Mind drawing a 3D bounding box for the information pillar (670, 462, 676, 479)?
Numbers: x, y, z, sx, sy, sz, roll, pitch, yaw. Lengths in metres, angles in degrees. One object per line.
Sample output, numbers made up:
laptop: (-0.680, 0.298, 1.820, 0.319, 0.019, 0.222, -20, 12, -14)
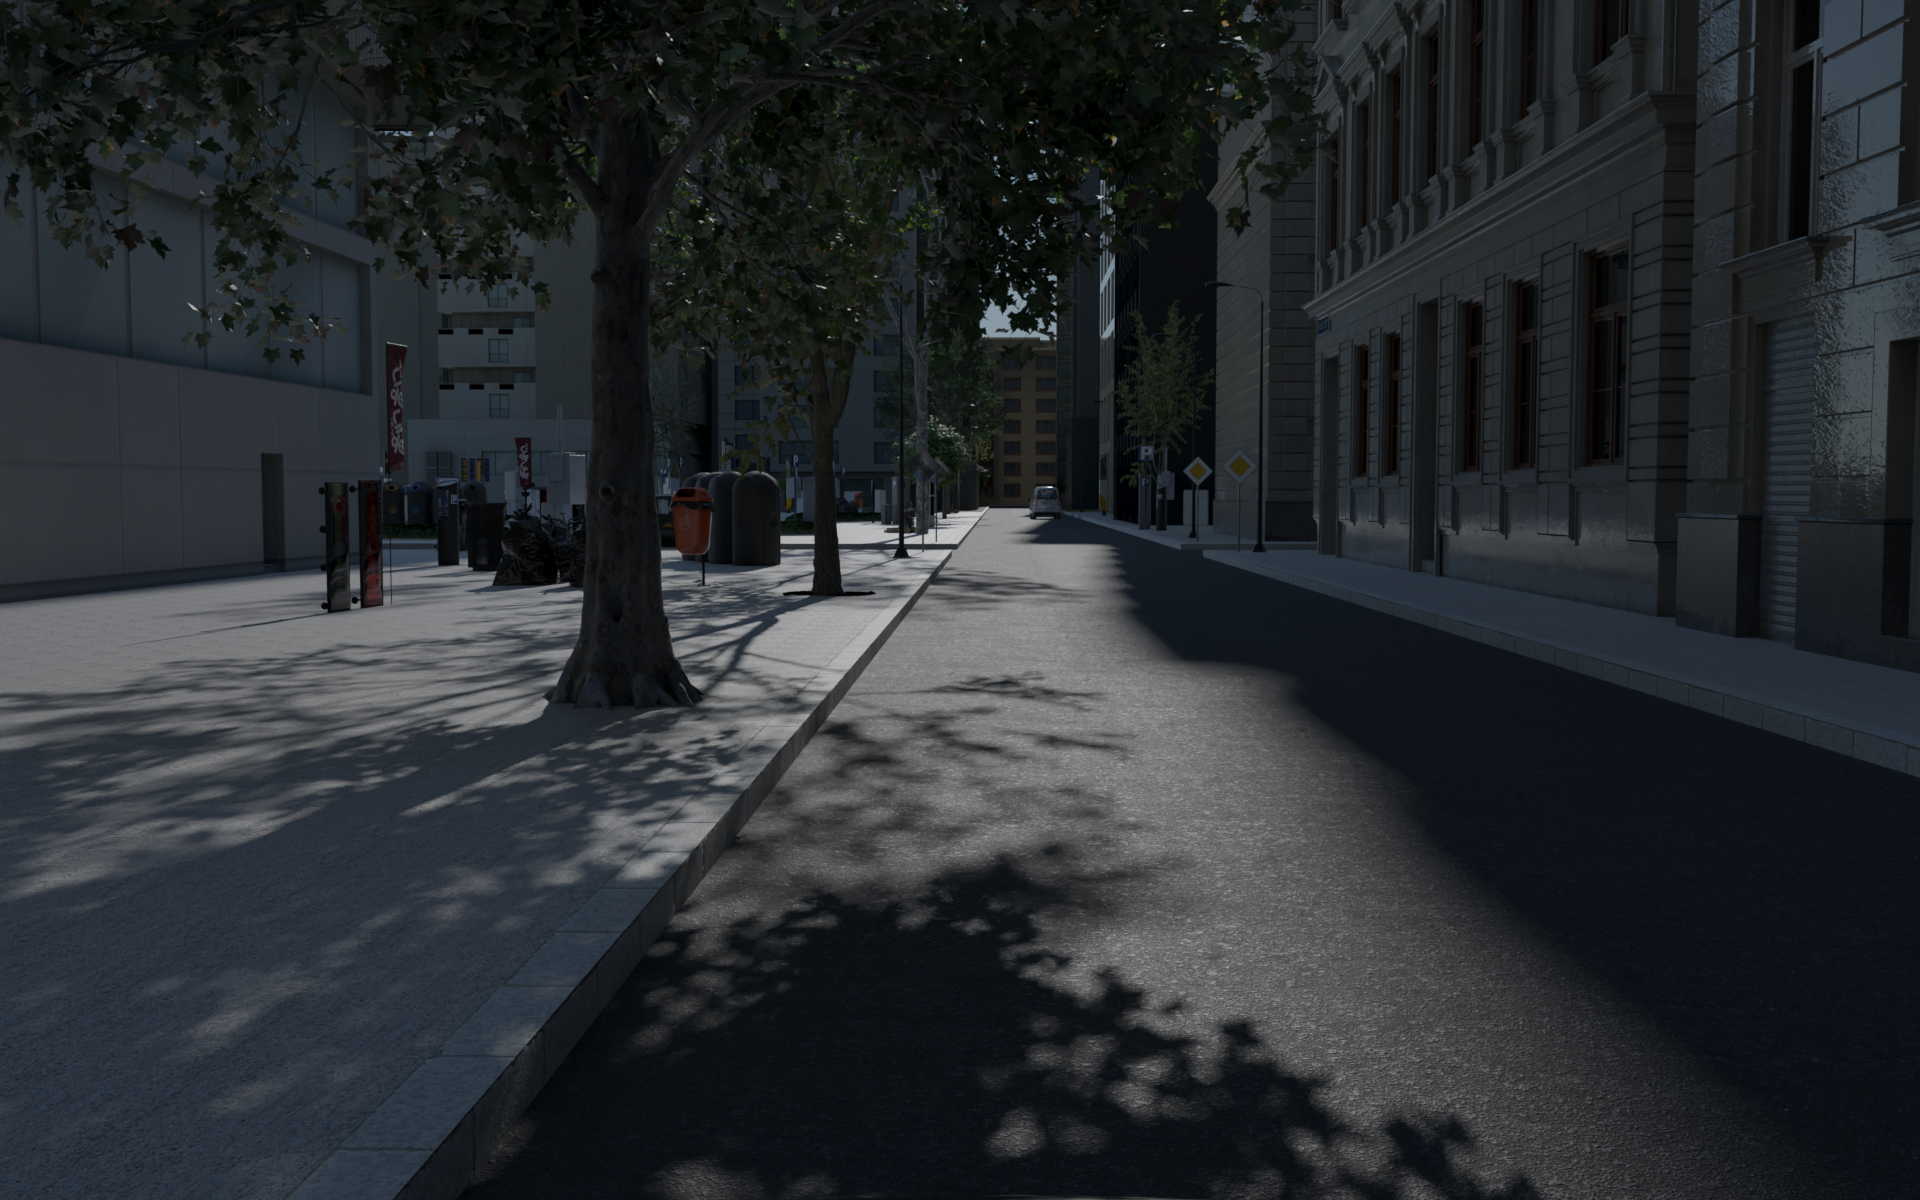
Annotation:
information pillar: (-20.241, -7.992, 122.027, 0.504, 3.616, 0.183, 1, 4, 10)

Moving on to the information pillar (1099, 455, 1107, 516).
information pillar: (8.526, -6.839, 103.167, 0.504, 3.616, 0.183, -2, 4, -30)

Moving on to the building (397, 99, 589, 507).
building: (-40.433, -36.334, 183.300, 27.495, 52.752, 28.713, 0, 4, 1)

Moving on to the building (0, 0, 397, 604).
building: (-23.440, -26.371, 20.399, 27.495, 52.752, 28.713, 0, 4, 1)

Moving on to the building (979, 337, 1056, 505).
building: (-1.186, -22.848, 218.605, 28.899, 21.520, 27.650, 0, 4, 1)

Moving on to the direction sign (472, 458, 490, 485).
direction sign: (-30.212, -7.202, 109.755, 0.876, 3.537, 0.379, -3, 5, -41)

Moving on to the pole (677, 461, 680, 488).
pole: (-17.526, -6.975, 107.891, 0.158, 3.312, 0.155, 0, 3, 0)

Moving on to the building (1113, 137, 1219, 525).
building: (13.634, -15.185, 77.947, 12.332, 23.373, 15.834, 0, 4, 1)

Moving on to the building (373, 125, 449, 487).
building: (-62.048, -31.079, 191.731, 14.086, 41.232, 14.154, 0, 4, 1)

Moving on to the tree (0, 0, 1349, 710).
tree: (-2.030, -5.706, 10.305, 9.611, 12.733, 9.660, 0, 3, 0)

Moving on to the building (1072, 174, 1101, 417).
building: (21.441, -38.253, 167.436, 21.231, 58.520, 28.212, 0, 4, 1)

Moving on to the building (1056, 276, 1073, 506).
building: (17.487, -30.922, 189.170, 14.154, 41.232, 14.086, 0, 4, 1)

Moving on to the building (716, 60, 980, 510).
building: (-8.648, -43.232, 145.094, 20.563, 71.187, 20.611, 0, 4, 1)

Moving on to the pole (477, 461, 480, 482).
pole: (-30.023, -6.987, 108.076, 0.158, 3.312, 0.155, 0, 3, 0)

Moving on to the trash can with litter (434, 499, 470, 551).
trash can with litter: (-11.475, -1.687, 38.972, 1.055, 1.170, 0.624, 3, 4, 38)

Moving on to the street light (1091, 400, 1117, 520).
street light: (7.207, -6.937, 85.963, 1.470, 5.913, 1.316, 0, 4, 1)

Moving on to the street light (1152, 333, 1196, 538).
street light: (6.253, -4.751, 50.227, 1.470, 5.913, 1.316, 0, 4, 1)

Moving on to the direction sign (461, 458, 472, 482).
direction sign: (-31.231, -7.219, 110.029, 0.876, 3.537, 0.379, -2, 4, -25)

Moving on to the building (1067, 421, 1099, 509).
building: (20.362, -50.406, 136.817, 22.319, 86.520, 31.000, 0, 4, 1)

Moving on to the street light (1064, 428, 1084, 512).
street light: (7.970, -9.087, 121.109, 1.470, 5.913, 1.316, 0, 4, 1)

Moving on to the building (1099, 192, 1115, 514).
building: (18.951, -18.275, 103.315, 19.350, 26.468, 34.151, 0, 4, 1)

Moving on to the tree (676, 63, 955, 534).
tree: (-2.441, -12.238, 55.972, 12.611, 20.169, 13.585, 0, 3, 0)

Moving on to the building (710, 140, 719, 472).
building: (-19.470, -31.026, 190.866, 14.086, 41.232, 14.154, 0, 4, 1)

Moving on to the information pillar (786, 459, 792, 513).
information pillar: (-11.370, -7.569, 115.114, 0.183, 3.616, 0.504, -3, 5, -42)

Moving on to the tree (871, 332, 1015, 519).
tree: (-0.979, -9.443, 88.799, 8.767, 10.594, 7.601, 2, 4, 27)

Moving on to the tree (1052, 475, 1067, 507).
tree: (9.894, -10.894, 172.717, 1.663, 3.219, 1.824, 0, 3, 0)

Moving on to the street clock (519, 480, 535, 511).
street clock: (-15.486, -3.498, 61.762, 0.358, 2.002, 0.471, 1, 4, 13)

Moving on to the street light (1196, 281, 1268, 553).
street light: (6.058, -4.003, 37.986, 1.470, 5.913, 1.316, 0, 4, 1)

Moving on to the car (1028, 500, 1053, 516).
car: (5.324, -6.173, 110.516, 1.945, 1.707, 3.694, 0, 4, 1)

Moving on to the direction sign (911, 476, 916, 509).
direction sign: (-2.583, -6.541, 98.941, 0.379, 3.537, 0.876, 2, 4, 24)

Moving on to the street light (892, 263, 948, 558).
street light: (-0.642, -3.811, 34.843, 1.470, 5.913, 1.316, 0, 4, 1)

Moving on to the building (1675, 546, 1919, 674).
building: (12.310, -12.631, 3.782, 12.463, 27.353, 25.104, 0, 4, 1)

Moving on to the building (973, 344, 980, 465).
building: (-4.976, -33.006, 189.751, 14.200, 45.320, 14.600, 0, 4, 1)

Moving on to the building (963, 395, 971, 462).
building: (-6.043, -23.970, 163.608, 14.160, 30.474, 14.107, 0, 4, 1)

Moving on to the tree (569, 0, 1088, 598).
tree: (-1.596, -5.873, 21.781, 9.928, 11.665, 9.643, 0, 3, 0)

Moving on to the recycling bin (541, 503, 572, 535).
recycling bin: (-11.805, -2.334, 50.722, 0.722, 1.027, 0.722, 0, 4, 5)

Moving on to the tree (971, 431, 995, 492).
tree: (1.763, -14.087, 180.685, 4.360, 8.622, 3.978, 0, 3, 0)

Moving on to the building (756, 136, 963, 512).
building: (-7.199, -21.833, 128.676, 14.160, 30.474, 14.107, 0, 4, 1)

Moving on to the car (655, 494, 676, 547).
car: (-6.504, -1.961, 41.852, 4.222, 1.686, 2.009, 0, 4, 2)

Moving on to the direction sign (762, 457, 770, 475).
direction sign: (-11.872, -6.990, 106.289, 0.379, 3.537, 0.876, 2, 4, 25)

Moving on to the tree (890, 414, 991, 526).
tree: (-1.002, -5.294, 70.278, 4.285, 4.588, 4.351, 0, 3, 0)

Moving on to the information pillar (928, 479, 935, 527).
information pillar: (-1.185, -3.819, 66.929, 0.304, 2.012, 0.304, 3, 4, 38)

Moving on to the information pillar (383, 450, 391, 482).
information pillar: (-30.636, -6.198, 92.696, 0.183, 3.616, 0.504, 2, 4, 25)

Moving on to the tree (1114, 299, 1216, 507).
tree: (7.674, -7.098, 66.414, 4.737, 8.622, 4.395, 0, 3, 0)

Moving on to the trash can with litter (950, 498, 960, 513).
trash can with litter: (-0.564, -6.332, 114.915, 1.055, 1.170, 0.624, -2, 4, -29)

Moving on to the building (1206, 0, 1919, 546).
building: (20.477, -15.536, 51.284, 25.104, 27.353, 12.463, 0, 4, 1)

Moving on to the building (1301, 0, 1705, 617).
building: (12.461, -11.673, 27.014, 11.583, 22.565, 21.152, 0, 4, 1)
